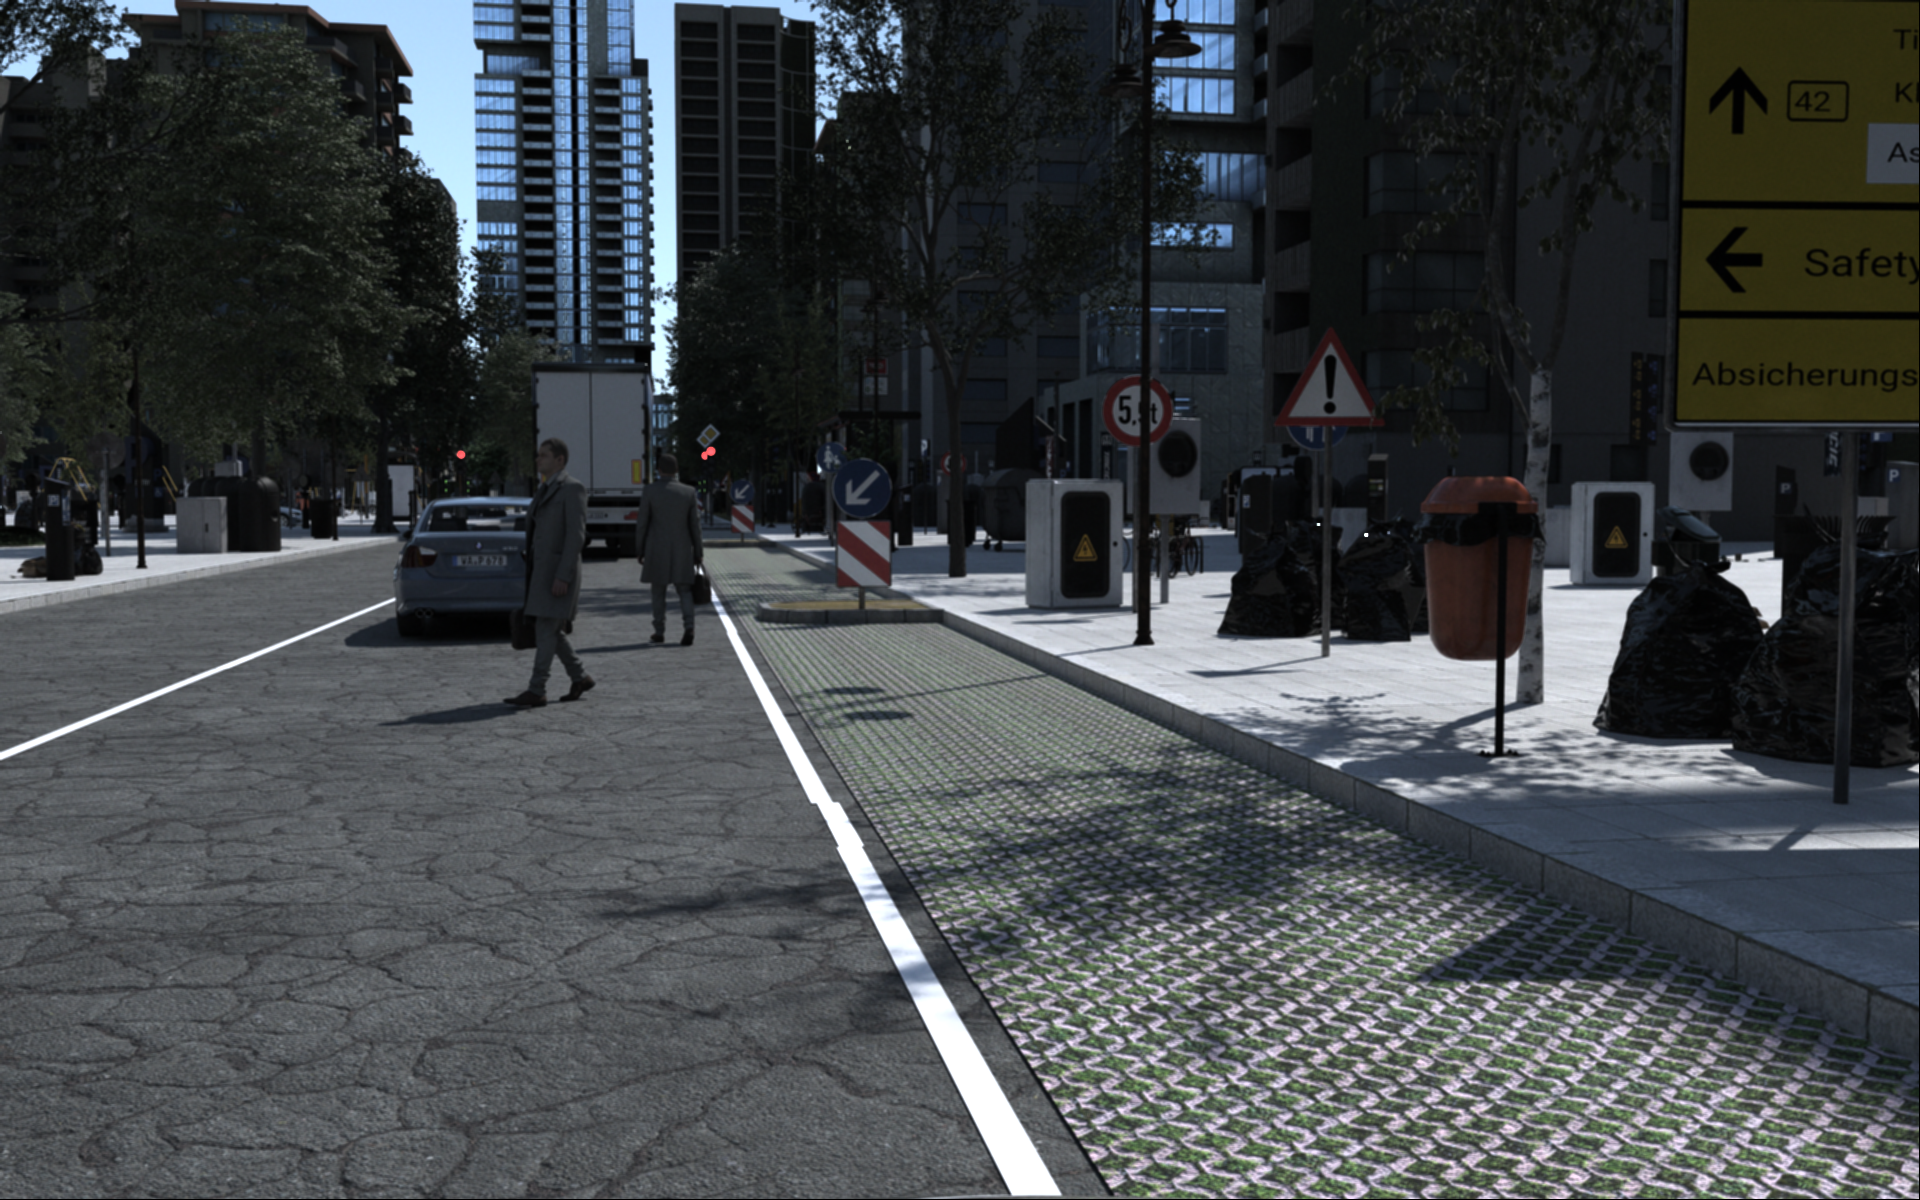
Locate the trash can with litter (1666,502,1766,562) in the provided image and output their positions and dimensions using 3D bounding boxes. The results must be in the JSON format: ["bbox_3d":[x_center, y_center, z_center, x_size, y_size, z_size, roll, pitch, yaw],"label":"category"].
[{"bbox_3d":[14.274,-1.362,33.334,2.233,1.210,1.678,2,4,31],"label":"trash can with litter"}]

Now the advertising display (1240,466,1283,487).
[{"bbox_3d":[6.887,-2.117,39.833,0.974,1.923,0.123,3,4,36],"label":"advertising display"}]

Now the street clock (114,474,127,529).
[{"bbox_3d":[-30.492,-3.575,63.021,0.471,2.002,0.358,0,4,3],"label":"street clock"}]

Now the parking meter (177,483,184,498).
[{"bbox_3d":[-41.206,-5.256,91.652,0.399,1.863,0.255,-2,4,-26],"label":"parking meter"}]

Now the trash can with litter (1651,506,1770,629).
[{"bbox_3d":[6.959,-0.284,16.033,0.624,1.170,1.055,-3,4,-37],"label":"trash can with litter"}]

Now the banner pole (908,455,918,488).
[{"bbox_3d":[-2.973,-7.451,111.841,0.863,3.779,0.401,-1,4,-21],"label":"banner pole"}]

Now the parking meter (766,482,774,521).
[{"bbox_3d":[-8.859,-4.609,81.075,0.399,1.863,0.255,3,5,39],"label":"parking meter"}]

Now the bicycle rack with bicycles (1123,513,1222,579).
[{"bbox_3d":[2.907,-0.881,27.788,2.852,0.926,2.925,2,4,31],"label":"bicycle rack with bicycles"}]

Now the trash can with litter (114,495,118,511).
[{"bbox_3d":[-65.141,-7.510,133.842,1.678,1.210,2.233,-3,5,-44],"label":"trash can with litter"}]

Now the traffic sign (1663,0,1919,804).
[{"bbox_3d":[3.979,-0.809,7.101,2.265,3.308,0.079,0,4,-3],"label":"traffic sign"}]

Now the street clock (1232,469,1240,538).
[{"bbox_3d":[8.226,-2.836,50.943,0.471,2.002,0.358,-3,4,-36],"label":"street clock"}]

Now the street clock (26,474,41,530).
[{"bbox_3d":[-32.696,-3.462,61.168,0.471,2.002,0.358,1,4,14],"label":"street clock"}]

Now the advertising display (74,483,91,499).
[{"bbox_3d":[-49.497,-5.659,97.738,0.123,1.923,0.974,2,4,30],"label":"advertising display"}]

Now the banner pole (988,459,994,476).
[{"bbox_3d":[2.099,-7.252,108.585,0.863,3.779,0.401,2,4,32],"label":"banner pole"}]

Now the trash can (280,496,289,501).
[{"bbox_3d":[-45.132,-6.362,115.664,0.748,1.137,0.748,0,3,0],"label":"trash can"}]

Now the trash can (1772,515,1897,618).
[{"bbox_3d":[5.849,0.001,11.630,0.748,1.137,0.748,0,3,0],"label":"trash can"}]

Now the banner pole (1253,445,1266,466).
[{"bbox_3d":[15.414,-6.054,89.006,0.863,3.779,0.401,-1,4,-19],"label":"banner pole"}]

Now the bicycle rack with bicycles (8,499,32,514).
[{"bbox_3d":[-62.653,-6.206,114.854,2.925,0.926,2.852,1,4,8],"label":"bicycle rack with bicycles"}]

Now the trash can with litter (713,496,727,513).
[{"bbox_3d":[-16.513,-6.563,118.700,1.055,1.170,0.624,0,4,0],"label":"trash can with litter"}]

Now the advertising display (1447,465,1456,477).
[{"bbox_3d":[11.200,-2.097,39.500,0.123,1.923,0.974,1,4,20],"label":"advertising display"}]

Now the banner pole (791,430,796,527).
[{"bbox_3d":[-6.328,-4.714,67.097,0.401,3.779,0.863,-1,4,-13],"label":"banner pole"}]

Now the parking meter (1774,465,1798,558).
[{"bbox_3d":[16.600,-1.779,34.804,0.399,1.863,0.255,2,4,28],"label":"parking meter"}]

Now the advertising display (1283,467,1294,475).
[{"bbox_3d":[7.647,-2.173,40.743,0.974,1.923,0.123,-1,4,-11],"label":"advertising display"}]

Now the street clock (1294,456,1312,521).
[{"bbox_3d":[6.530,-1.739,32.998,0.358,2.002,0.471,2,4,29],"label":"street clock"}]

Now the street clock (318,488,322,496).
[{"bbox_3d":[-48.679,-7.797,132.052,0.471,2.002,0.358,2,4,35],"label":"street clock"}]

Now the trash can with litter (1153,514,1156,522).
[{"bbox_3d":[9.273,-4.219,80.375,1.055,1.170,0.624,3,5,39],"label":"trash can with litter"}]

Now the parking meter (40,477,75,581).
[{"bbox_3d":[-13.363,-1.057,25.690,0.372,1.533,0.369,0,3,0],"label":"parking meter"}]

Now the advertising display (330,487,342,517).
[{"bbox_3d":[-34.895,-5.609,96.917,0.974,1.923,0.123,2,4,31],"label":"advertising display"}]

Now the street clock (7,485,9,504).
[{"bbox_3d":[-71.904,-7.702,130.501,0.358,2.002,0.471,1,4,22],"label":"street clock"}]

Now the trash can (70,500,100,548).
[{"bbox_3d":[-21.031,-1.829,41.551,0.748,1.137,0.748,0,3,0],"label":"trash can"}]

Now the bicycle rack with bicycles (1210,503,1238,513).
[{"bbox_3d":[11.317,-3.507,70.722,2.852,0.926,2.925,-1,4,-10],"label":"bicycle rack with bicycles"}]

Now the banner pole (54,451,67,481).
[{"bbox_3d":[-52.313,-6.785,100.943,0.401,3.779,0.863,3,5,43],"label":"banner pole"}]

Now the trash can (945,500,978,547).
[{"bbox_3d":[-0.001,-1.848,41.867,0.748,1.137,0.748,0,3,0],"label":"trash can"}]

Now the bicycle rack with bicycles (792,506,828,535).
[{"bbox_3d":[-3.465,-2.501,54.273,2.925,0.926,2.852,3,5,40],"label":"bicycle rack with bicycles"}]

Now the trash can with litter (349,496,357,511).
[{"bbox_3d":[-46.732,-7.505,134.101,1.055,1.170,0.624,-1,4,-17],"label":"trash can with litter"}]

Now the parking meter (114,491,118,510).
[{"bbox_3d":[-68.662,-8.114,141.066,0.372,1.533,0.369,0,3,0],"label":"parking meter"}]

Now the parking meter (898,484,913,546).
[{"bbox_3d":[-1.361,-2.119,43.055,0.372,1.533,0.369,0,3,0],"label":"parking meter"}]

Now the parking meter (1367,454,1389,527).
[{"bbox_3d":[6.054,-1.188,25.132,0.255,1.863,0.399,1,4,21],"label":"parking meter"}]

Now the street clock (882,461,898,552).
[{"bbox_3d":[-1.548,-2.053,38.142,0.358,2.002,0.471,-1,4,-20],"label":"street clock"}]

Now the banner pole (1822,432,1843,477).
[{"bbox_3d":[15.450,-2.472,30.434,0.401,3.779,0.863,-1,4,-10],"label":"banner pole"}]

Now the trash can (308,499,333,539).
[{"bbox_3d":[-18.316,-2.328,49.710,0.748,1.137,0.748,0,3,0],"label":"trash can"}]

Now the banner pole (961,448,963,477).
[{"bbox_3d":[0.071,-6.362,94.032,0.401,3.779,0.863,-1,4,-9],"label":"banner pole"}]

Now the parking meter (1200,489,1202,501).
[{"bbox_3d":[11.701,-4.685,85.012,0.372,1.533,0.369,0,3,0],"label":"parking meter"}]

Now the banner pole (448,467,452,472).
[{"bbox_3d":[-31.820,-7.222,108.101,0.401,3.779,0.863,-3,4,-37],"label":"banner pole"}]

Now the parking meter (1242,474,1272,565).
[{"bbox_3d":[3.854,-0.860,22.478,0.372,1.533,0.369,0,3,0],"label":"parking meter"}]

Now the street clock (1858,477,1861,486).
[{"bbox_3d":[33.172,-3.659,64.390,0.471,2.002,0.358,0,4,6],"label":"street clock"}]

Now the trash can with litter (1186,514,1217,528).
[{"bbox_3d":[9.047,-3.319,65.321,2.233,1.210,1.678,3,5,45],"label":"trash can with litter"}]

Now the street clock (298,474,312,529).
[{"bbox_3d":[-24.185,-3.635,63.996,0.471,2.002,0.358,2,4,23],"label":"street clock"}]

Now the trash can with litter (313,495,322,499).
[{"bbox_3d":[-40.470,-5.929,107.997,2.233,1.210,1.678,-3,4,-36],"label":"trash can with litter"}]

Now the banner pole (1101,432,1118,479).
[{"bbox_3d":[5.335,-4.359,61.292,0.863,3.779,0.401,-1,4,-22],"label":"banner pole"}]

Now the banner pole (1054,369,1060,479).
[{"bbox_3d":[1.936,-2.751,34.999,0.401,3.779,0.863,0,4,-2],"label":"banner pole"}]

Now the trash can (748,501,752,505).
[{"bbox_3d":[-10.609,-4.747,89.272,0.748,1.137,0.748,0,3,0],"label":"trash can"}]

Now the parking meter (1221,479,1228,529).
[{"bbox_3d":[9.744,-3.520,63.262,0.399,1.863,0.255,1,4,23],"label":"parking meter"}]

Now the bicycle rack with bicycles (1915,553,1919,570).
[{"bbox_3d":[12.848,-0.415,20.162,2.852,0.926,2.925,1,4,10],"label":"bicycle rack with bicycles"}]

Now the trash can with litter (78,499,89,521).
[{"bbox_3d":[-41.957,-4.383,83.047,1.055,1.170,0.624,0,4,-2],"label":"trash can with litter"}]

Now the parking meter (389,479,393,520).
[{"bbox_3d":[-22.017,-3.726,66.632,0.255,1.863,0.399,0,4,2],"label":"parking meter"}]

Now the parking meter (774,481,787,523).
[{"bbox_3d":[-7.901,-4.347,76.780,0.399,1.863,0.255,2,4,35],"label":"parking meter"}]

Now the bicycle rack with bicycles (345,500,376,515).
[{"bbox_3d":[-36.163,-5.620,105.273,2.852,0.926,2.925,2,4,34],"label":"bicycle rack with bicycles"}]
